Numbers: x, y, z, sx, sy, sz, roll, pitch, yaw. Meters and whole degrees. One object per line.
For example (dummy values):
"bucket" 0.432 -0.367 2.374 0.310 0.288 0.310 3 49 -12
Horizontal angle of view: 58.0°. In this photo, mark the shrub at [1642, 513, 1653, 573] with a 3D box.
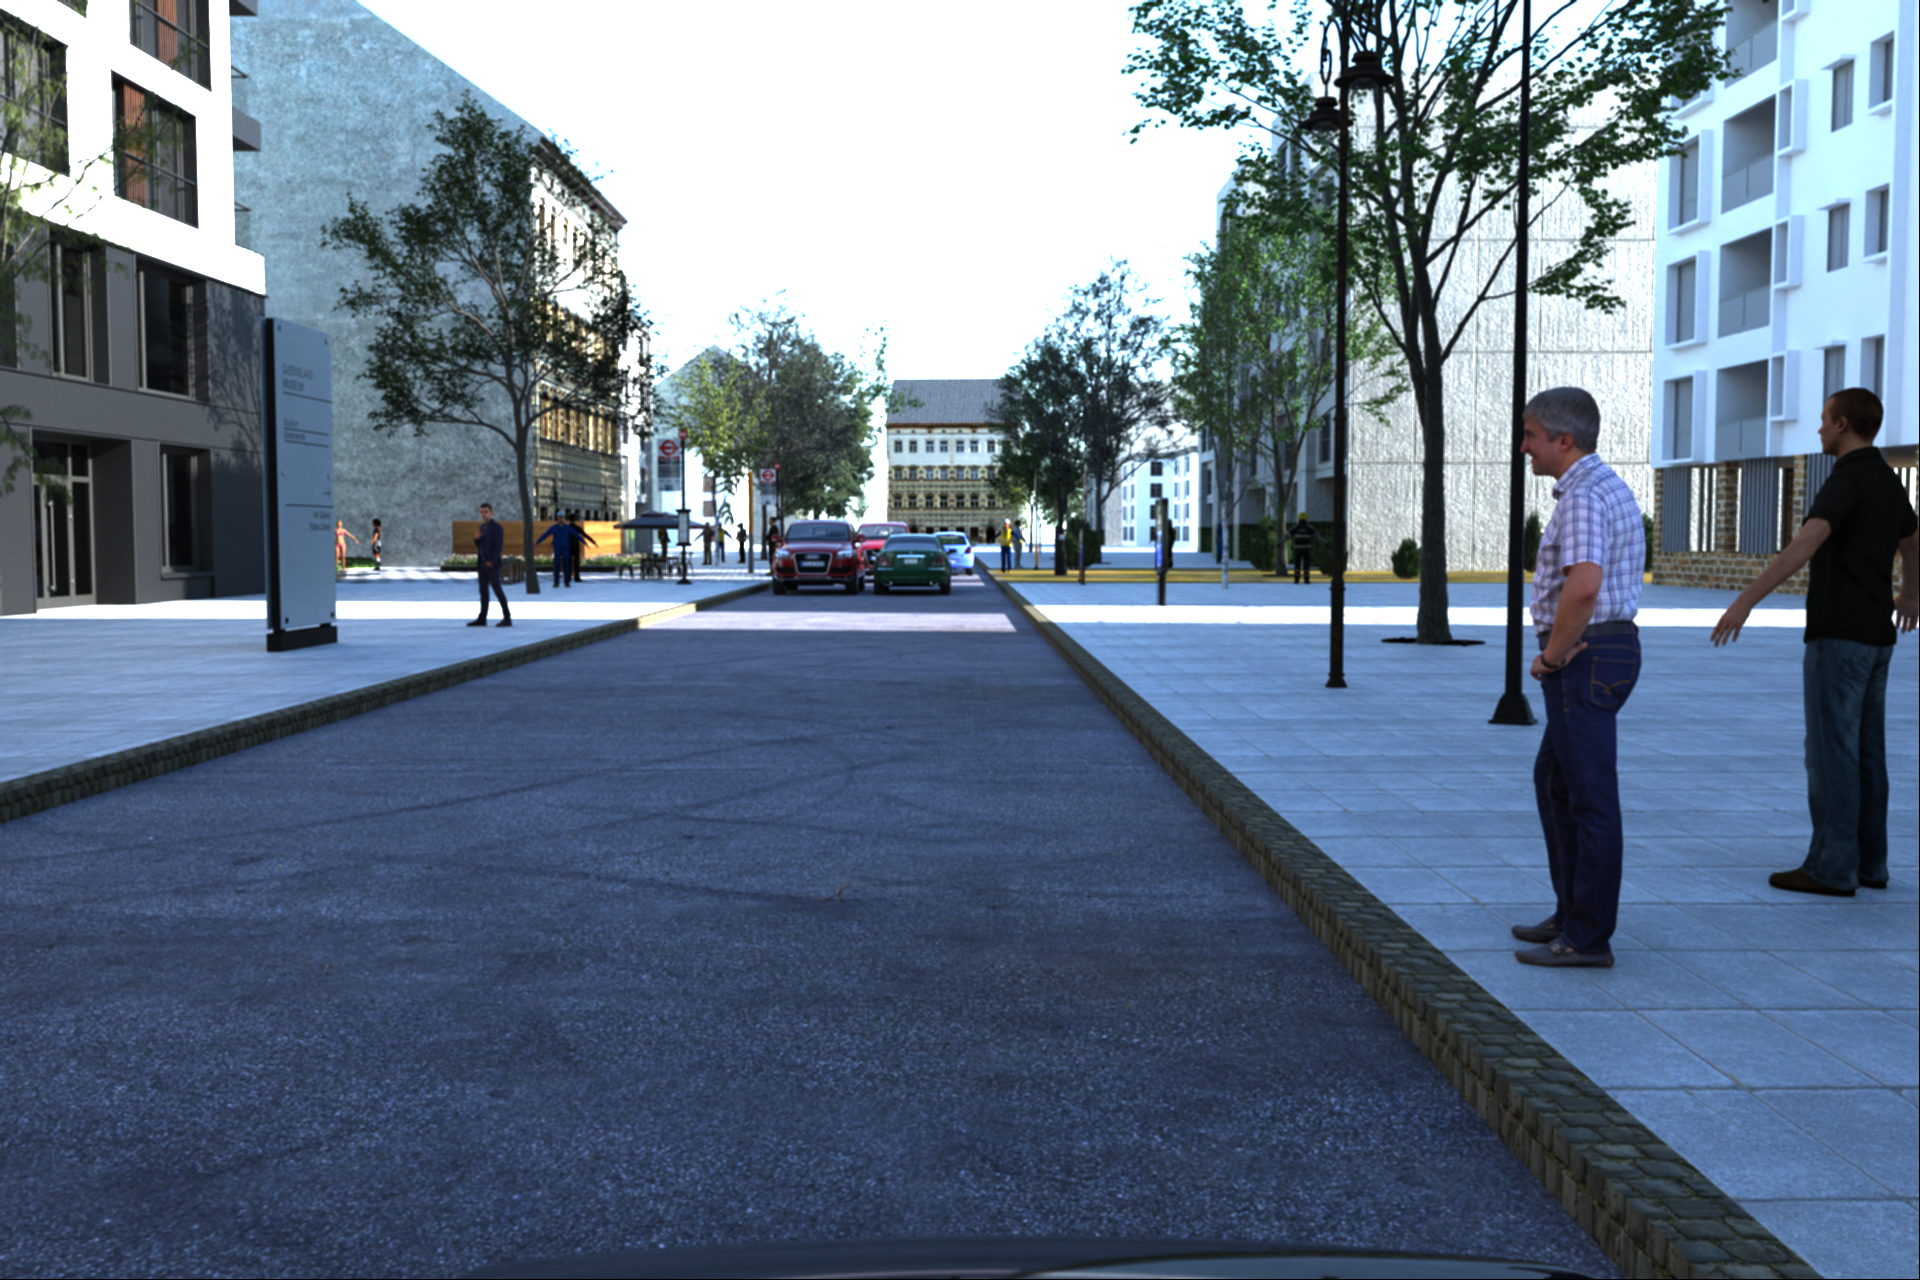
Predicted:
"shrub" 22.901 -3.271 57.904 1.690 2.028 1.600 0 3 0

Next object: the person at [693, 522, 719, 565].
"person" -10.545 -4.032 72.202 1.348 1.796 0.705 2 4 31

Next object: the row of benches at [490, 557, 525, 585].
"row of benches" -11.975 -1.850 45.704 1.422 0.672 4.104 -1 4 -9

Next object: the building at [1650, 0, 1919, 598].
"building" 22.443 -11.309 41.322 16.016 20.090 11.380 0 4 -1

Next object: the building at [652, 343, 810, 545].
"building" -28.227 -23.098 208.579 19.493 23.208 18.063 0 4 0

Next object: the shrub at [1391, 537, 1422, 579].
"shrub" 12.808 -2.350 49.537 1.383 1.207 1.383 0 3 0

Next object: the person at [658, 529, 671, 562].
"person" -12.899 -4.279 75.731 0.705 1.858 1.354 0 4 2

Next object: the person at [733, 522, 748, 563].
"person" -9.654 -4.300 76.436 0.705 1.813 1.348 -2 4 -33

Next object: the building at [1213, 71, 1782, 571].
"building" 21.716 -12.754 74.981 16.747 18.905 31.486 0 4 0

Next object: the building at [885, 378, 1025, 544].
"building" -0.322 -25.043 242.838 18.063 23.208 19.493 0 4 5

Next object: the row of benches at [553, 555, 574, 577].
"row of benches" -11.904 -2.242 52.126 1.422 0.672 4.104 -1 4 -14

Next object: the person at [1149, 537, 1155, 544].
"person" 9.501 -4.500 82.844 0.991 1.433 0.599 2 4 24

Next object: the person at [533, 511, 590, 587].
"person" -9.641 -2.202 41.886 1.347 1.842 0.705 -1 4 -11

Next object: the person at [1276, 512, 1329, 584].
"person" 8.839 -2.382 44.711 1.351 1.858 0.704 1 4 15

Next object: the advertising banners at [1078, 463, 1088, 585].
"advertising banners" 3.113 -2.917 43.889 0.090 3.025 2.074 0 3 0

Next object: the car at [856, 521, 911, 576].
"car" -2.326 -2.680 52.488 2.281 1.827 5.304 0 4 -1

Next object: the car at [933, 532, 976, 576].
"car" -0.396 -3.143 60.973 1.945 1.707 3.694 0 4 -1

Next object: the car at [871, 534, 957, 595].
"car" -1.131 -1.868 42.338 2.131 1.459 4.920 0 3 0

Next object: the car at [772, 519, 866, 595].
"car" -3.427 -2.079 42.662 2.281 1.827 5.304 0 4 0

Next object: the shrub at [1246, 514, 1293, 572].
"shrub" 10.527 -3.332 58.901 1.690 2.028 1.600 0 3 0

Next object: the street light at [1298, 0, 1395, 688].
"street light" 3.156 -2.542 14.347 0.468 5.910 1.993 0 3 0

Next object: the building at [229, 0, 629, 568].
"building" -25.552 -14.896 74.473 19.493 23.208 18.063 0 4 -1

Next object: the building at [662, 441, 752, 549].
"building" -24.813 -13.925 169.824 9.099 9.664 28.070 0 4 0

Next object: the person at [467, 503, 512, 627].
"person" -6.541 -1.044 24.037 0.530 1.710 0.541 -3 4 -37

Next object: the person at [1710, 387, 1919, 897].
"person" 3.175 -0.002 6.250 1.348 1.803 0.705 -3 4 -37

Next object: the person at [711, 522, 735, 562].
"person" -10.895 -4.451 78.737 1.349 1.833 0.705 -1 4 -14

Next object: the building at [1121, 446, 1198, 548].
"building" 22.596 -14.467 178.674 9.099 9.664 28.070 0 4 -1

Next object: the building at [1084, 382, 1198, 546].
"building" 24.548 -20.979 209.471 16.747 18.905 31.486 0 4 0

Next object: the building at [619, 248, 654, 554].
"building" -29.300 -14.463 102.928 16.747 18.905 31.486 0 4 -1

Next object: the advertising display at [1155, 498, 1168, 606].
"advertising display" 3.627 -1.589 31.187 0.123 1.923 0.974 0 4 0

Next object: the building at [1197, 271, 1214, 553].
"building" 25.378 -14.696 106.731 16.747 18.905 31.486 0 4 -1

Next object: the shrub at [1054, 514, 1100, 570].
"shrub" 4.172 -3.501 61.656 1.690 2.028 1.600 0 3 0

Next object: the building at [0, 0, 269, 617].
"building" -28.756 -10.803 20.604 27.936 21.610 32.646 0 4 0

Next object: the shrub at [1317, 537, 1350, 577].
"shrub" 11.196 -2.500 51.996 1.383 1.207 1.383 0 3 0

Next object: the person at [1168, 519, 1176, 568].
"person" 7.903 -3.666 65.714 0.705 1.856 1.354 2 4 28

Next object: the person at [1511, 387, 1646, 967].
"person" 1.791 0.112 5.145 0.436 1.711 0.756 3 4 37

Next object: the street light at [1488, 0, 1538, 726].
"street light" 4.303 -2.389 11.598 1.470 5.913 1.316 0 4 -1
